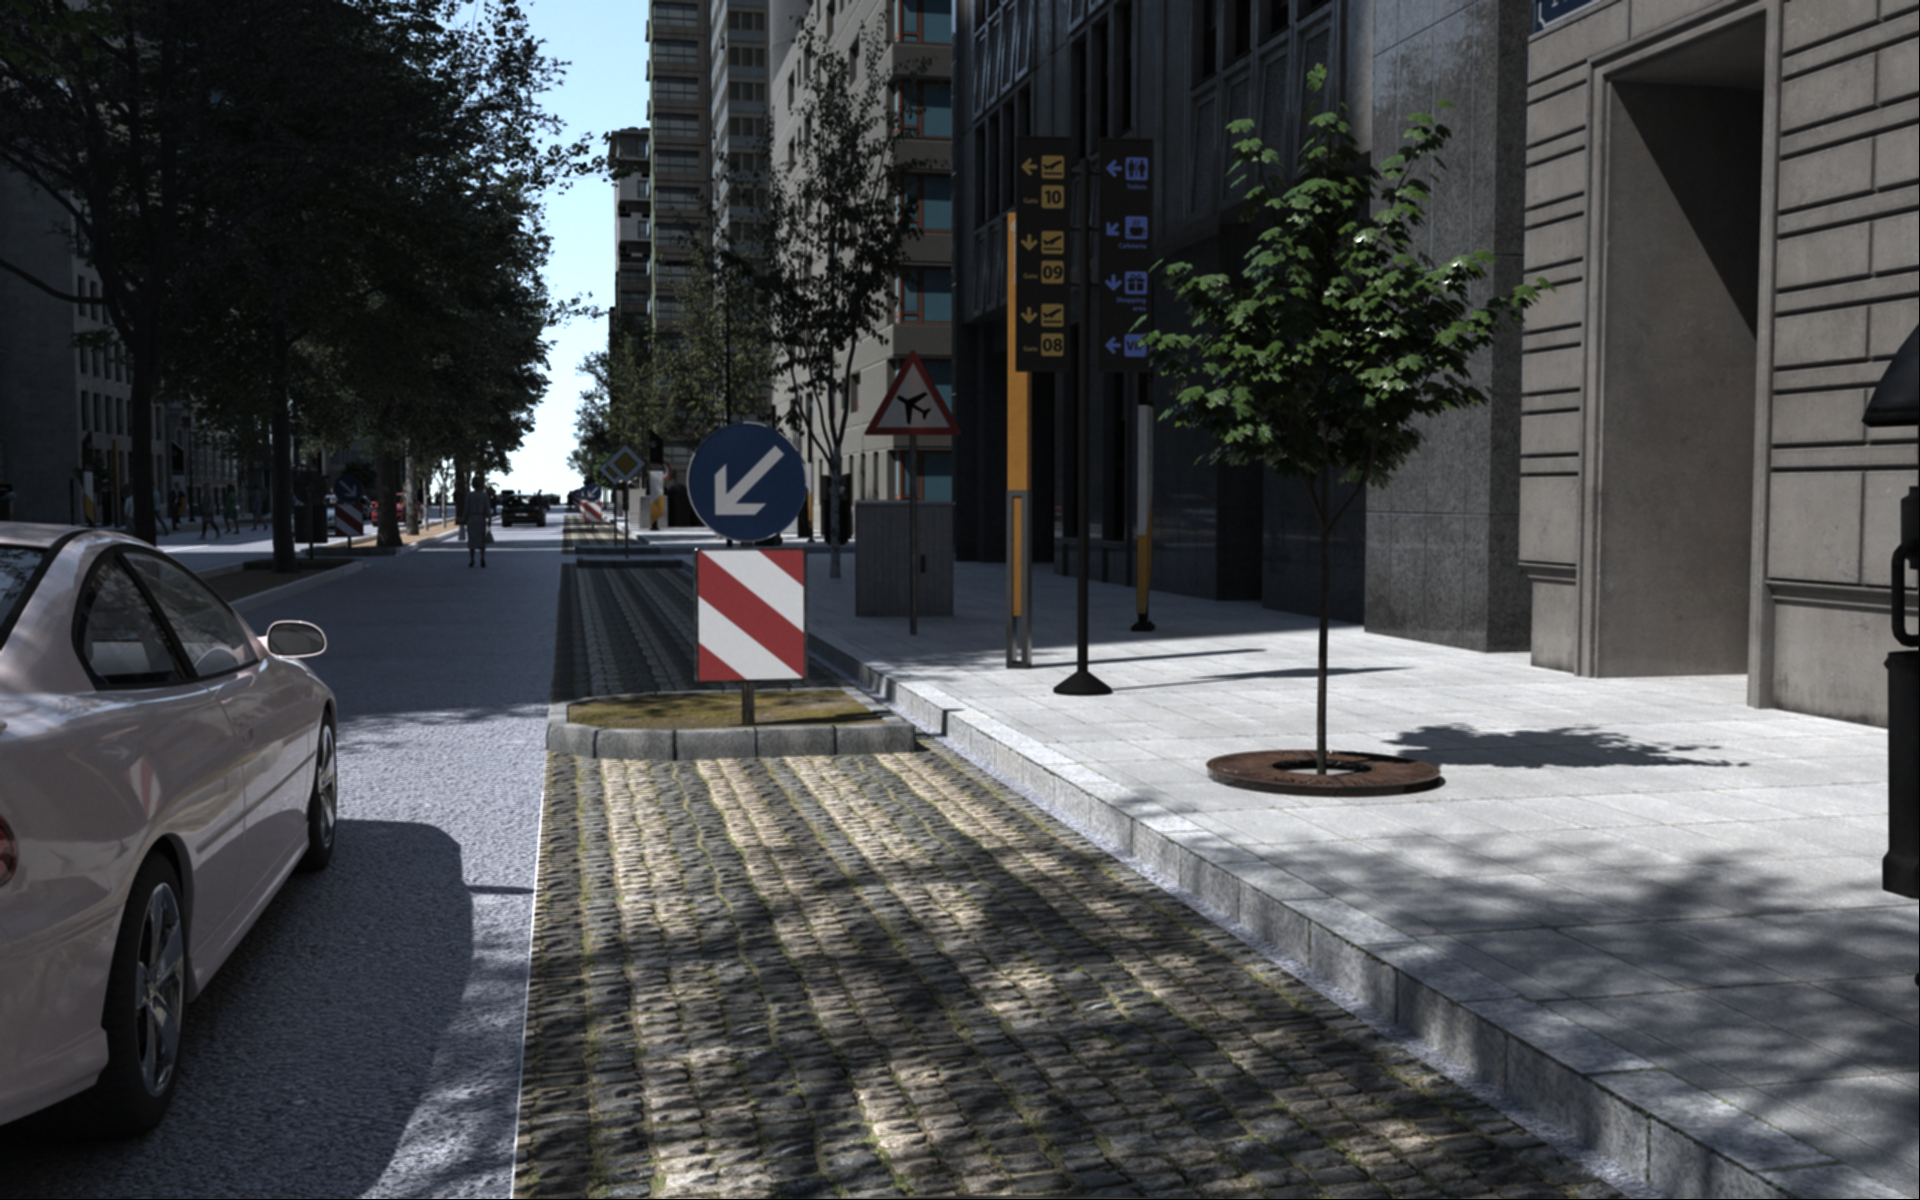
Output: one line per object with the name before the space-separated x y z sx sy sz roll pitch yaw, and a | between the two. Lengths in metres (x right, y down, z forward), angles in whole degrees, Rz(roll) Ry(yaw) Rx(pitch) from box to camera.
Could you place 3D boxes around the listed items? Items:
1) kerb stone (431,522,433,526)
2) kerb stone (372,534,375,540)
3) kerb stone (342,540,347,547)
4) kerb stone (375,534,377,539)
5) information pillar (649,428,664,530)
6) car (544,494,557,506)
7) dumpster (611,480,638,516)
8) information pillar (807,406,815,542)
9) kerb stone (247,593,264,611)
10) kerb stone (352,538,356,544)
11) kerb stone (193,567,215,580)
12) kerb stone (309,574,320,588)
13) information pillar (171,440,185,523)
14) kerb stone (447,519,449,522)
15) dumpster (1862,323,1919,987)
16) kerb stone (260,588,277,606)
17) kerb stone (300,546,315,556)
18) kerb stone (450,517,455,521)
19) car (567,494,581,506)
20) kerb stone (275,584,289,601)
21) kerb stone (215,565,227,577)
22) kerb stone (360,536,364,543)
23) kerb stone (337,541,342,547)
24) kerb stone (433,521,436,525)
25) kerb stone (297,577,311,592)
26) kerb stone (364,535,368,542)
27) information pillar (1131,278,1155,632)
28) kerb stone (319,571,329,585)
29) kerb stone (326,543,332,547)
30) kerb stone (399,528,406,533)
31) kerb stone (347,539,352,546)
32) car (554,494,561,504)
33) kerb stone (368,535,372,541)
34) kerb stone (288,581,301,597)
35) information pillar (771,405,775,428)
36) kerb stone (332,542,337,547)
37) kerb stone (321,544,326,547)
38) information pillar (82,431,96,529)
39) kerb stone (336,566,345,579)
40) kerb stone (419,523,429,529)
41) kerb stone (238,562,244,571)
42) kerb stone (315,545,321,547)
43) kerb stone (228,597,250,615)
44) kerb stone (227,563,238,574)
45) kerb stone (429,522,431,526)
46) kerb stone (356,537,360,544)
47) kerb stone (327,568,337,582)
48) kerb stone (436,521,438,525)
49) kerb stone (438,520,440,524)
kerb stone | -23.516 -3.327 76.584 0.120 0.150 1.000 -1 4 -13
kerb stone | -18.291 -1.921 53.602 0.120 0.150 1.000 -1 4 -13
kerb stone | -16.694 -1.493 46.601 0.120 0.150 1.000 -1 4 -13
kerb stone | -18.509 -1.982 54.603 0.120 0.150 1.000 -1 4 -13
information pillar | -10.811 -4.300 61.657 0.504 3.616 0.183 -1 4 -10
car | -51.583 -12.566 217.249 2.131 1.459 4.920 -1 4 -15
dumpster | -19.415 -5.978 100.230 1.502 2.255 1.985 -1 4 -13
information pillar | -3.963 -3.338 45.926 0.183 3.616 0.504 0 3 0
kerb stone | -8.822 0.042 21.501 0.120 0.150 1.000 -1 4 -13
kerb stone | -17.155 -1.615 48.602 0.120 0.150 1.000 -1 4 -13
kerb stone | -12.697 -0.419 29.054 0.120 0.150 1.000 -1 4 -13
kerb stone | -9.955 -0.263 26.489 0.120 0.150 1.000 -1 4 -13
information pillar | -34.186 -5.160 75.724 0.504 3.616 0.183 0 4 -5
kerb stone | -25.791 -3.935 86.575 0.120 0.150 1.000 -1 4 -13
dumpster | 2.695 0.172 2.939 1.264 1.857 1.865 -1 4 -13
kerb stone | -9.049 -0.019 22.500 0.120 0.150 1.000 -1 4 -13
kerb stone | -15.322 -1.126 40.598 0.120 0.150 1.000 -1 4 -13
kerb stone | -26.923 -4.243 91.567 0.120 0.150 1.000 -1 4 -13
car | -47.883 -12.566 215.243 2.009 1.686 4.222 -1 4 -11
kerb stone | -9.276 -0.080 23.498 0.120 0.150 1.000 -1 4 -13
kerb stone | -12.926 -0.479 30.057 0.120 0.150 1.000 -1 4 -13
kerb stone | -17.602 -1.736 50.607 0.120 0.150 1.000 -1 4 -13
kerb stone | -16.468 -1.428 45.604 0.120 0.150 1.000 -1 4 -13
kerb stone | -23.973 -3.449 78.579 0.120 0.150 1.000 -1 4 -13
kerb stone | -9.730 -0.202 25.492 0.120 0.150 1.000 -1 4 -13
kerb stone | -17.827 -1.799 51.604 0.120 0.150 1.000 -1 4 -13
information pillar | 1.747 -1.527 16.314 0.183 3.616 0.504 1 4 13
kerb stone | -10.185 -0.322 27.488 0.120 0.150 1.000 -1 4 -13
kerb stone | -16.005 -1.309 43.607 0.120 0.150 1.000 -1 4 -13
kerb stone | -20.787 -2.590 64.594 0.120 0.150 1.000 -1 4 -13
kerb stone | -16.911 -1.552 47.600 0.120 0.150 1.000 -1 4 -13
car | -55.377 -13.686 235.570 2.131 1.459 4.920 -1 4 -14
kerb stone | -18.059 -1.860 52.606 0.120 0.150 1.000 -1 4 -13
kerb stone | -9.500 -0.136 24.496 0.120 0.150 1.000 -1 4 -13
information pillar | -4.923 -3.325 45.724 0.183 3.616 0.504 -1 4 -11
kerb stone | -16.236 -1.366 44.609 0.120 0.150 1.000 -1 4 -13
kerb stone | -15.783 -1.248 42.599 0.120 0.150 1.000 -1 4 -13
information pillar | -32.204 -4.442 63.989 0.183 3.616 0.504 0 4 7
kerb stone | -10.645 -0.442 29.490 0.120 0.150 1.000 -1 4 -13
kerb stone | -23.067 -3.200 74.585 0.120 0.150 1.000 -1 4 -13
kerb stone | -13.384 -0.602 32.050 0.120 0.150 1.000 -1 4 -13
kerb stone | -15.548 -1.187 41.604 0.120 0.150 1.000 -1 4 -13
kerb stone | -8.591 0.103 20.505 0.120 0.150 1.000 -1 4 -13
kerb stone | -13.143 -0.539 31.056 0.120 0.150 1.000 -1 4 -13
kerb stone | -23.284 -3.262 75.584 0.120 0.150 1.000 -1 4 -13
kerb stone | -17.371 -1.675 49.606 0.120 0.150 1.000 -1 4 -13
kerb stone | -10.412 -0.385 28.488 0.120 0.150 1.000 -1 4 -13
kerb stone | -24.189 -3.505 79.579 0.120 0.150 1.000 -1 4 -13
kerb stone | -24.425 -3.571 80.574 0.120 0.150 1.000 -1 4 -13
